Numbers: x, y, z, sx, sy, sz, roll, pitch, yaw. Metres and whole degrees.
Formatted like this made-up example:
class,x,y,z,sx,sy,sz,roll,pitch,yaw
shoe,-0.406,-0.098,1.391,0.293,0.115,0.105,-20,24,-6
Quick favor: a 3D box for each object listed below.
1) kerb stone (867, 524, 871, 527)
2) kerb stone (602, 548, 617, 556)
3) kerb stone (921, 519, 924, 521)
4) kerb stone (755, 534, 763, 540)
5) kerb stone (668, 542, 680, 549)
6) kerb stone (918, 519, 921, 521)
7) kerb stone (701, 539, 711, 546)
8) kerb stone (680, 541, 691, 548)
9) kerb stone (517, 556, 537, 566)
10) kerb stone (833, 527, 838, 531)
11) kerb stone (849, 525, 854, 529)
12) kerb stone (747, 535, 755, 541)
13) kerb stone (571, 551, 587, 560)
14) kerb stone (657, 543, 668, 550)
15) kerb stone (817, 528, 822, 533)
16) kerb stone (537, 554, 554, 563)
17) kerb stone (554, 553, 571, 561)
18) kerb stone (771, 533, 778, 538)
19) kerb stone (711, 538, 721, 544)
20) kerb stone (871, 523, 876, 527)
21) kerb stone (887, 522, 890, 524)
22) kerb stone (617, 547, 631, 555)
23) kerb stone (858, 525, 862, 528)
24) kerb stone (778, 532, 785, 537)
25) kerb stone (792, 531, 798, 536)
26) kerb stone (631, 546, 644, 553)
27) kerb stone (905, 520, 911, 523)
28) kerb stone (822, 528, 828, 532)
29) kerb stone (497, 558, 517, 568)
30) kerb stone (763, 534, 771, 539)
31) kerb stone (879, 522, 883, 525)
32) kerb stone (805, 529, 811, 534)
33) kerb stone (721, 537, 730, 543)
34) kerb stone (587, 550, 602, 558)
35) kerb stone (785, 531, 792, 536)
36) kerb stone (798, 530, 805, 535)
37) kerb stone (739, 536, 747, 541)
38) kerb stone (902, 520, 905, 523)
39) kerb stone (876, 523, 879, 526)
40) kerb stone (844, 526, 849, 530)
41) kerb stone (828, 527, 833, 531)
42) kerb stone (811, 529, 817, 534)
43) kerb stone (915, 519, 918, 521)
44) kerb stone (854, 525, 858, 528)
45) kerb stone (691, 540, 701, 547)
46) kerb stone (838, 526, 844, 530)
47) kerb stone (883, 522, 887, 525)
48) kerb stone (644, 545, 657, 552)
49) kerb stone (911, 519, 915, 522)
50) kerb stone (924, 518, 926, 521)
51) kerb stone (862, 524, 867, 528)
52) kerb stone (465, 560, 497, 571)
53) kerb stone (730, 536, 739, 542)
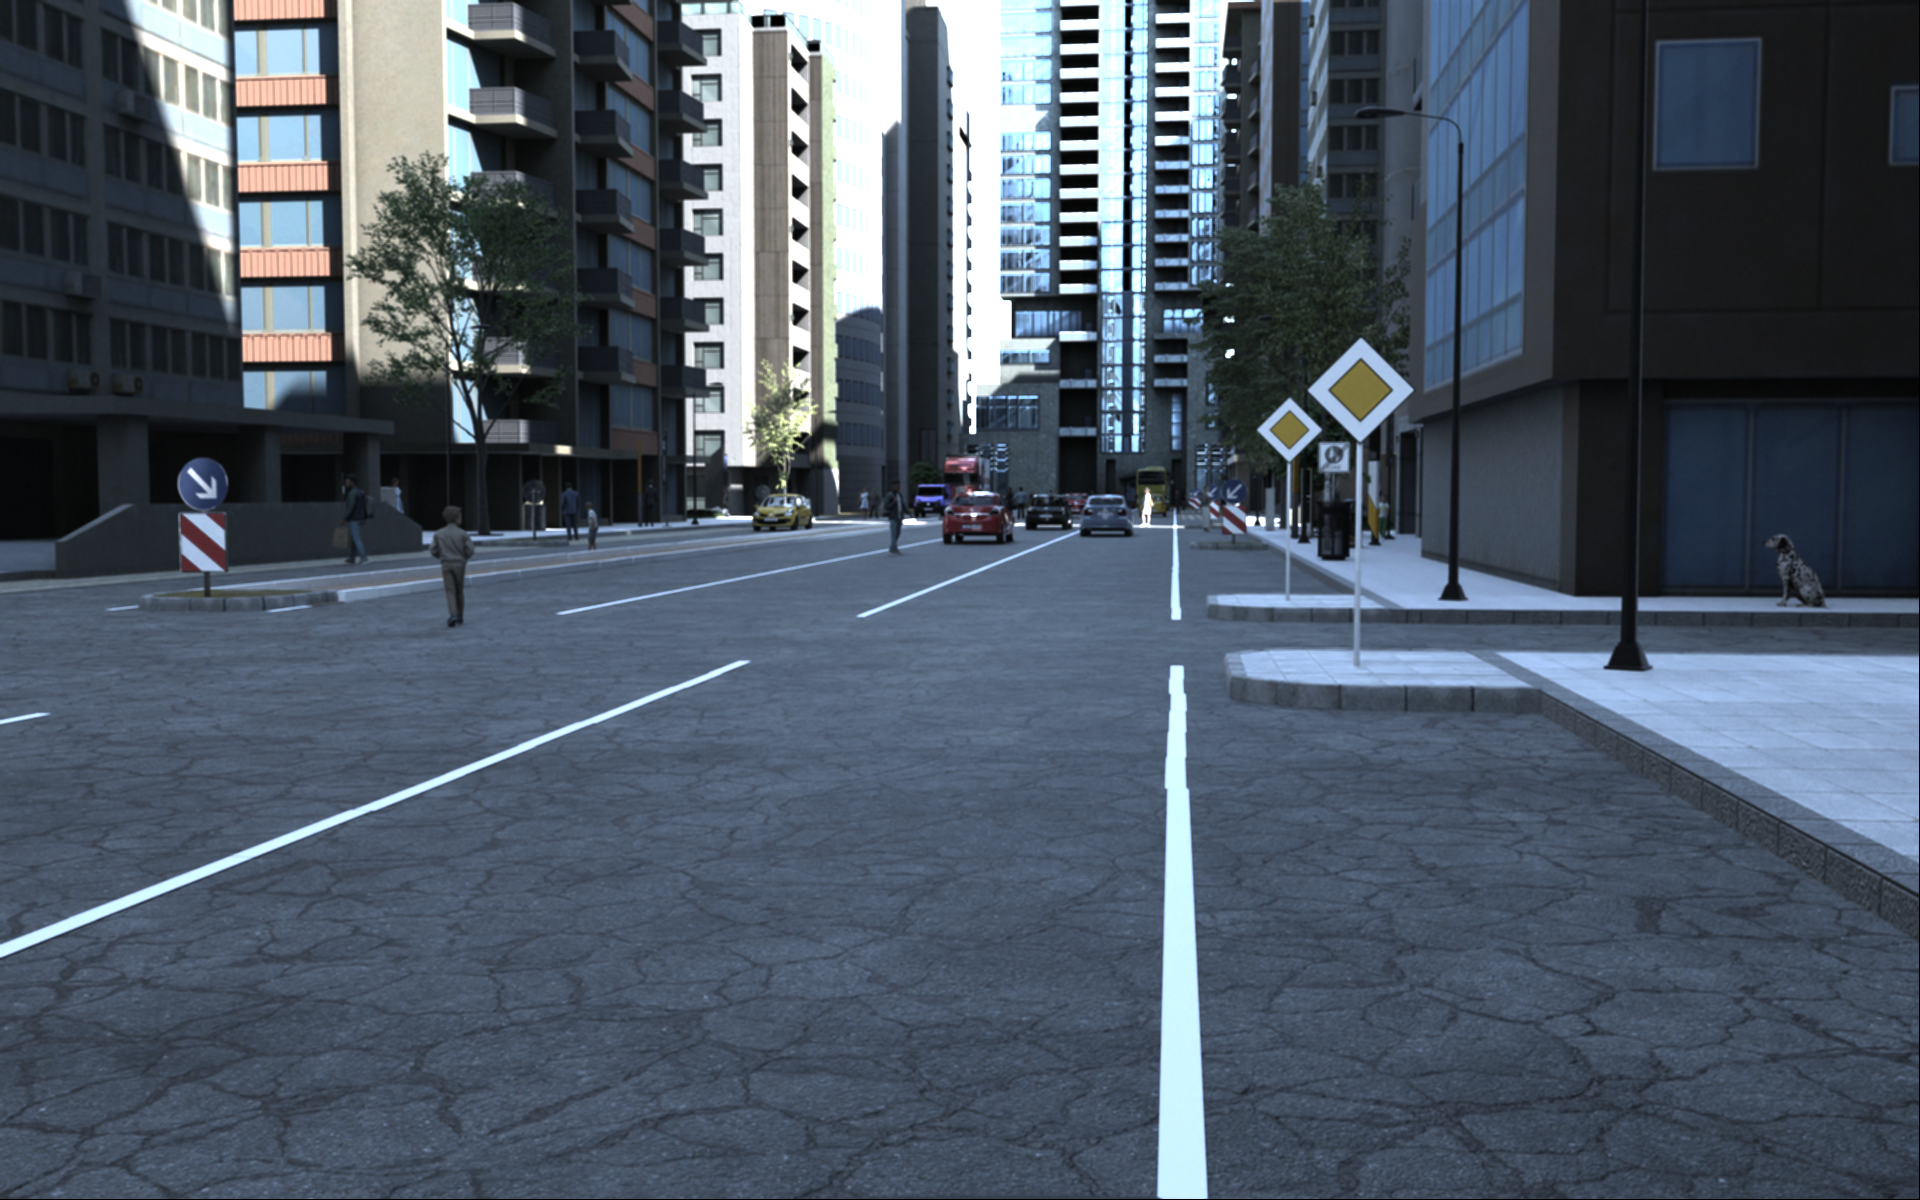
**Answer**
class,x,y,z,sx,sy,sz,roll,pitch,yaw
kerb stone,-4.023,-3.135,73.535,0.120,0.150,1.000,0,4,7
kerb stone,-8.188,-1.086,39.949,0.120,0.150,1.000,0,4,7
kerb stone,-2.126,-4.074,88.812,0.120,0.150,1.000,0,4,7
kerb stone,-6.415,-1.958,54.215,0.120,0.150,1.000,0,4,7
kerb stone,-7.554,-1.397,45.036,0.120,0.150,1.000,0,4,7
kerb stone,-2.255,-4.012,87.787,0.120,0.150,1.000,0,4,7
kerb stone,-7.177,-1.585,48.105,0.120,0.150,1.000,0,4,7
kerb stone,-7.424,-1.452,46.056,0.120,0.150,1.000,0,4,7
kerb stone,-8.815,-0.769,34.852,0.120,0.150,1.000,0,4,7
kerb stone,-4.913,-2.700,66.408,0.120,0.150,1.000,0,4,7
kerb stone,-4.523,-2.891,69.469,0.120,0.150,1.000,0,4,7
kerb stone,-6.541,-1.891,53.201,0.120,0.150,1.000,0,4,7
kerb stone,-8.440,-0.956,37.910,0.120,0.150,1.000,0,4,7
kerb stone,-7.686,-1.331,44.022,0.120,0.150,1.000,0,4,7
kerb stone,-5.288,-2.517,63.355,0.120,0.150,1.000,0,4,7
kerb stone,-8.700,-0.832,35.869,0.120,0.150,1.000,0,4,7
kerb stone,-8.576,-0.898,36.885,0.120,0.150,1.000,0,4,7
kerb stone,-6.159,-2.078,56.248,0.120,0.150,1.000,0,4,7
kerb stone,-7.050,-1.647,49.127,0.120,0.150,1.000,0,4,7
kerb stone,-3.888,-3.202,74.551,0.120,0.150,1.000,0,4,7
kerb stone,-3.389,-3.450,78.620,0.120,0.150,1.000,0,4,7
kerb stone,-8.068,-1.148,40.972,0.120,0.150,1.000,0,4,7
kerb stone,-4.278,-3.016,71.499,0.120,0.150,1.000,0,4,7
kerb stone,-6.035,-2.145,57.263,0.120,0.150,1.000,0,4,7
kerb stone,-5.791,-2.268,59.293,0.120,0.150,1.000,0,4,7
kerb stone,-7.927,-1.210,41.989,0.120,0.150,1.000,0,4,7
kerb stone,-2.632,-3.818,84.744,0.120,0.150,1.000,0,4,7
kerb stone,-5.160,-2.580,64.373,0.120,0.150,1.000,0,4,7
kerb stone,-8.945,-0.711,33.828,0.120,0.150,1.000,0,4,7
kerb stone,-6.296,-2.021,55.235,0.120,0.150,1.000,0,4,7
kerb stone,-3.644,-3.326,76.581,0.120,0.150,1.000,0,4,7
kerb stone,-5.538,-2.393,61.325,0.120,0.150,1.000,0,4,7
kerb stone,-6.922,-1.709,50.141,0.120,0.150,1.000,0,4,7
kerb stone,-8.317,-1.023,38.929,0.120,0.150,1.000,0,4,7
kerb stone,-5.912,-2.207,58.277,0.120,0.150,1.000,0,4,7
kerb stone,-5.662,-2.331,60.307,0.120,0.150,1.000,0,4,7
kerb stone,-6.667,-1.834,52.183,0.120,0.150,1.000,0,4,7
kerb stone,-2.885,-3.701,82.711,0.120,0.150,1.000,0,4,7
kerb stone,-3.772,-3.264,75.566,0.120,0.150,1.000,0,4,7
kerb stone,-4.649,-2.823,68.439,0.120,0.150,1.000,0,4,7
kerb stone,-5.030,-2.638,65.392,0.120,0.150,1.000,0,4,7
kerb stone,-5.411,-2.455,62.339,0.120,0.150,1.000,0,4,7
kerb stone,-2.379,-3.948,86.773,0.120,0.150,1.000,0,4,7
kerb stone,-4.401,-2.949,70.484,0.120,0.150,1.000,0,4,7
kerb stone,-7.303,-1.521,47.071,0.120,0.150,1.000,0,4,7
kerb stone,-4.779,-2.766,67.421,0.120,0.150,1.000,0,4,7
kerb stone,-3.512,-3.387,77.606,0.120,0.150,1.000,0,4,7
kerb stone,-7.806,-1.269,43.004,0.120,0.150,1.000,0,4,7
kerb stone,-2.502,-3.888,85.758,0.120,0.150,1.000,0,4,7
kerb stone,-2.002,-4.133,89.827,0.120,0.150,1.000,0,4,7
kerb stone,-4.144,-3.078,72.520,0.120,0.150,1.000,0,4,7
kerb stone,-9.078,-0.649,32.805,0.120,0.150,1.000,0,4,7
kerb stone,-6.799,-1.772,51.169,0.120,0.150,1.000,0,4,7
